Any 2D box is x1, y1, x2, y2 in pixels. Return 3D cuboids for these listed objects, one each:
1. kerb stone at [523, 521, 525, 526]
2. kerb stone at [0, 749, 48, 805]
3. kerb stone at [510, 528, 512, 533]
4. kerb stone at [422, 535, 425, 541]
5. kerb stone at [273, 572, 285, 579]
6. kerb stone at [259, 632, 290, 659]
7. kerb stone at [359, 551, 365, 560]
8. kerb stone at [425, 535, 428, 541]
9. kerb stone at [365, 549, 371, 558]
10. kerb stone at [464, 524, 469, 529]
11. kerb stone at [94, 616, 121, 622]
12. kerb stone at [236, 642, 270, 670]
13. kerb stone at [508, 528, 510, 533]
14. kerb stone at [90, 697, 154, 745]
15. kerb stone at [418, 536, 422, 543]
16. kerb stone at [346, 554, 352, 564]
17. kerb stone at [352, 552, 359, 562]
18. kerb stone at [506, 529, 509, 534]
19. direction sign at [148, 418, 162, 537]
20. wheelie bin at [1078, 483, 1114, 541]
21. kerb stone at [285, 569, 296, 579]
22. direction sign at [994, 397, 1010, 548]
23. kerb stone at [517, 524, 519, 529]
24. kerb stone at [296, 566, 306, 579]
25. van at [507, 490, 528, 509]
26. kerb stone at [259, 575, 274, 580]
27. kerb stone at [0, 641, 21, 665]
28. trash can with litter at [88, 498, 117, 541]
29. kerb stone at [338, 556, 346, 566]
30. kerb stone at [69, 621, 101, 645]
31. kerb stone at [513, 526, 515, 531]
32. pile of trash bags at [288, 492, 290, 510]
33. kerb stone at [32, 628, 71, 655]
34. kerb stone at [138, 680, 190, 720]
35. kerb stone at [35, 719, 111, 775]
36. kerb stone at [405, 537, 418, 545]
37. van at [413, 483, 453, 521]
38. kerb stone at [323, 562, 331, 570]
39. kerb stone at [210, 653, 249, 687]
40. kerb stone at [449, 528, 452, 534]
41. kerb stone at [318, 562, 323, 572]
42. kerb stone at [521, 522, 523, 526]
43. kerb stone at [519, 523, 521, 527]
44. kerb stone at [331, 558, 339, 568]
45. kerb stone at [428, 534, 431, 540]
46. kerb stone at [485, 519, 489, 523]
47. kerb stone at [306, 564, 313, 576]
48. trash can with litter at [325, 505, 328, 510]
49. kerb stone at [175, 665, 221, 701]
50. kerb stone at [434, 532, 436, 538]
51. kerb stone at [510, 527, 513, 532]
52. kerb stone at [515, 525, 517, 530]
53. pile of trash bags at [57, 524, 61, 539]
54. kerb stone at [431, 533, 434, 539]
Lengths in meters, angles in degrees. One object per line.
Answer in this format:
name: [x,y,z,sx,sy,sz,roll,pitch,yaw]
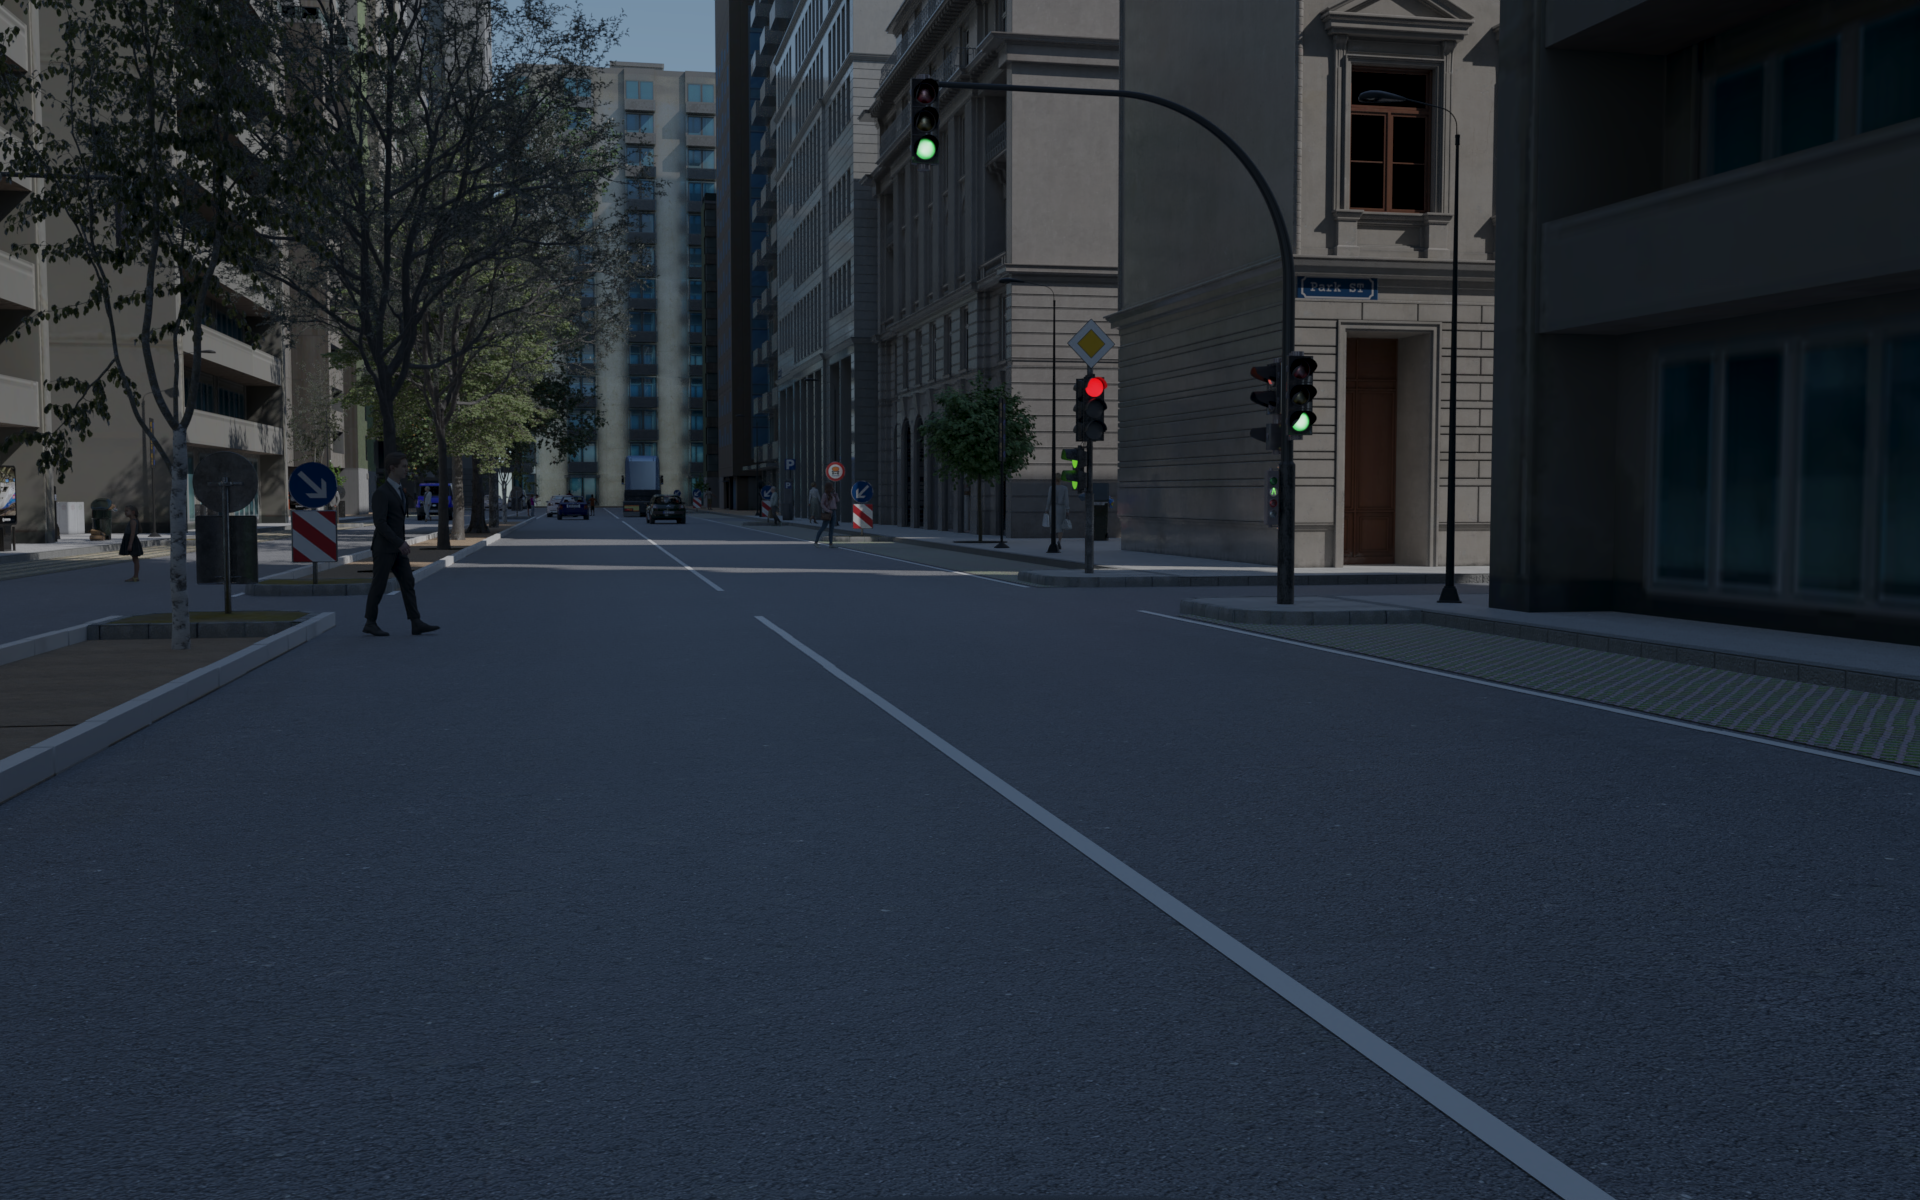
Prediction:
kerb stone: [-19.246,-3.283,75.880,0.120,0.150,1.000,-1,4,-12]
kerb stone: [-4.555,0.854,8.292,0.120,0.150,1.000,-1,4,-12]
kerb stone: [-16.189,-2.424,61.850,0.120,0.150,1.000,-1,4,-12]
kerb stone: [-16.079,-1.787,51.411,0.120,0.150,1.000,-1,4,-12]
kerb stone: [-10.850,-0.313,27.363,0.120,0.150,1.000,-1,4,-12]
kerb stone: [-6.091,0.421,15.312,0.120,0.150,1.000,-1,4,-12]
kerb stone: [-13.028,-0.930,37.396,0.120,0.150,1.000,-1,4,-12]
kerb stone: [-16.289,-1.849,52.423,0.120,0.150,1.000,-1,4,-12]
kerb stone: [-13.244,-0.991,38.395,0.120,0.150,1.000,-1,4,-12]
kerb stone: [-20.864,-3.135,73.453,0.120,0.150,1.000,-1,4,-12]
kerb stone: [-8.768,0.271,17.764,0.120,0.150,1.000,-1,4,-12]
kerb stone: [-5.871,0.488,14.305,0.120,0.150,1.000,-1,4,-12]
kerb stone: [-15.977,-2.364,60.846,0.120,0.150,1.000,-1,4,-12]
kerb stone: [-4.994,0.728,10.295,0.120,0.150,1.000,-1,4,-12]
kerb stone: [-15.852,-1.726,50.415,0.120,0.150,1.000,-1,4,-12]
kerb stone: [-12.603,-0.807,35.395,0.120,0.150,1.000,-1,4,-12]
kerb stone: [-12.813,-0.869,36.396,0.120,0.150,1.000,-1,4,-12]
kerb stone: [-15.750,-2.302,59.845,0.120,0.150,1.000,-1,4,-12]
direction sign: [-24.126,-3.656,51.778,0.379,3.537,0.876,-1,4,-19]
wheelie bin: [3.745,-2.432,47.679,0.980,1.594,0.693,0,4,5]
kerb stone: [-11.069,-0.370,28.362,0.120,0.150,1.000,-1,4,-12]
direction sign: [0.991,-2.998,41.011,0.379,3.537,0.876,1,4,10]
kerb stone: [-17.710,-2.851,68.859,0.120,0.150,1.000,-1,4,-12]
kerb stone: [-11.281,-0.439,29.367,0.120,0.150,1.000,-1,4,-12]
van: [-42.061,-9.634,164.524,2.013,2.044,4.112,-1,4,-11]
kerb stone: [-10.632,-0.247,26.355,0.120,0.150,1.000,-1,4,-12]
kerb stone: [-8.110,0.457,14.758,0.120,0.150,1.000,-1,4,-12]
trash can with litter: [-23.663,-2.225,47.769,0.624,1.170,1.055,-1,4,-16]
kerb stone: [-12.379,-0.746,34.398,0.120,0.150,1.000,-1,4,-12]
kerb stone: [-8.542,0.337,16.767,0.120,0.150,1.000,-1,4,-12]
kerb stone: [-16.845,-2.605,64.855,0.120,0.150,1.000,-1,4,-12]
pile of trash bags: [-35.738,-4.789,88.054,3.447,1.369,1.912,-3,4,-37]
kerb stone: [-8.329,0.393,15.762,0.120,0.150,1.000,-1,4,-12]
kerb stone: [-5.218,0.667,11.302,0.120,0.150,1.000,-1,4,-12]
kerb stone: [-4.768,0.791,9.291,0.120,0.150,1.000,-1,4,-12]
kerb stone: [-15.643,-1.665,49.413,0.120,0.150,1.000,-1,4,-12]
van: [-28.850,-5.567,95.409,2.240,2.365,5.245,-1,4,-14]
kerb stone: [-11.942,-0.623,32.383,0.120,0.150,1.000,-1,4,-12]
kerb stone: [-5.644,0.546,13.303,0.120,0.150,1.000,-1,4,-12]
kerb stone: [-19.119,-2.645,65.440,0.120,0.150,1.000,-1,4,-12]
kerb stone: [-11.722,-0.562,31.379,0.120,0.150,1.000,-1,4,-12]
kerb stone: [-18.589,-3.100,72.884,0.120,0.150,1.000,-1,4,-12]
kerb stone: [-18.150,-2.968,70.869,0.120,0.150,1.000,-1,4,-12]
kerb stone: [-12.148,-0.680,33.394,0.120,0.150,1.000,-1,4,-12]
kerb stone: [-16.510,-1.903,53.421,0.120,0.150,1.000,-1,4,-12]
kerb stone: [-24.344,-4.116,89.499,0.120,0.150,1.000,-1,4,-12]
kerb stone: [-11.500,-0.499,30.366,0.120,0.150,1.000,-1,4,-12]
trash can with litter: [-34.807,-5.119,95.075,1.055,1.170,0.624,-2,4,-29]
kerb stone: [-5.437,0.605,12.302,0.120,0.150,1.000,-1,4,-12]
kerb stone: [-16.950,-2.026,55.423,0.120,0.150,1.000,-1,4,-12]
kerb stone: [-16.405,-2.486,62.849,0.120,0.150,1.000,-1,4,-12]
kerb stone: [-17.278,-2.732,66.858,0.120,0.150,1.000,-1,4,-12]
pile of trash bags: [-27.169,-2.359,48.329,1.912,1.369,3.447,3,4,39]
kerb stone: [-16.720,-1.966,54.422,0.120,0.150,1.000,-1,4,-12]
